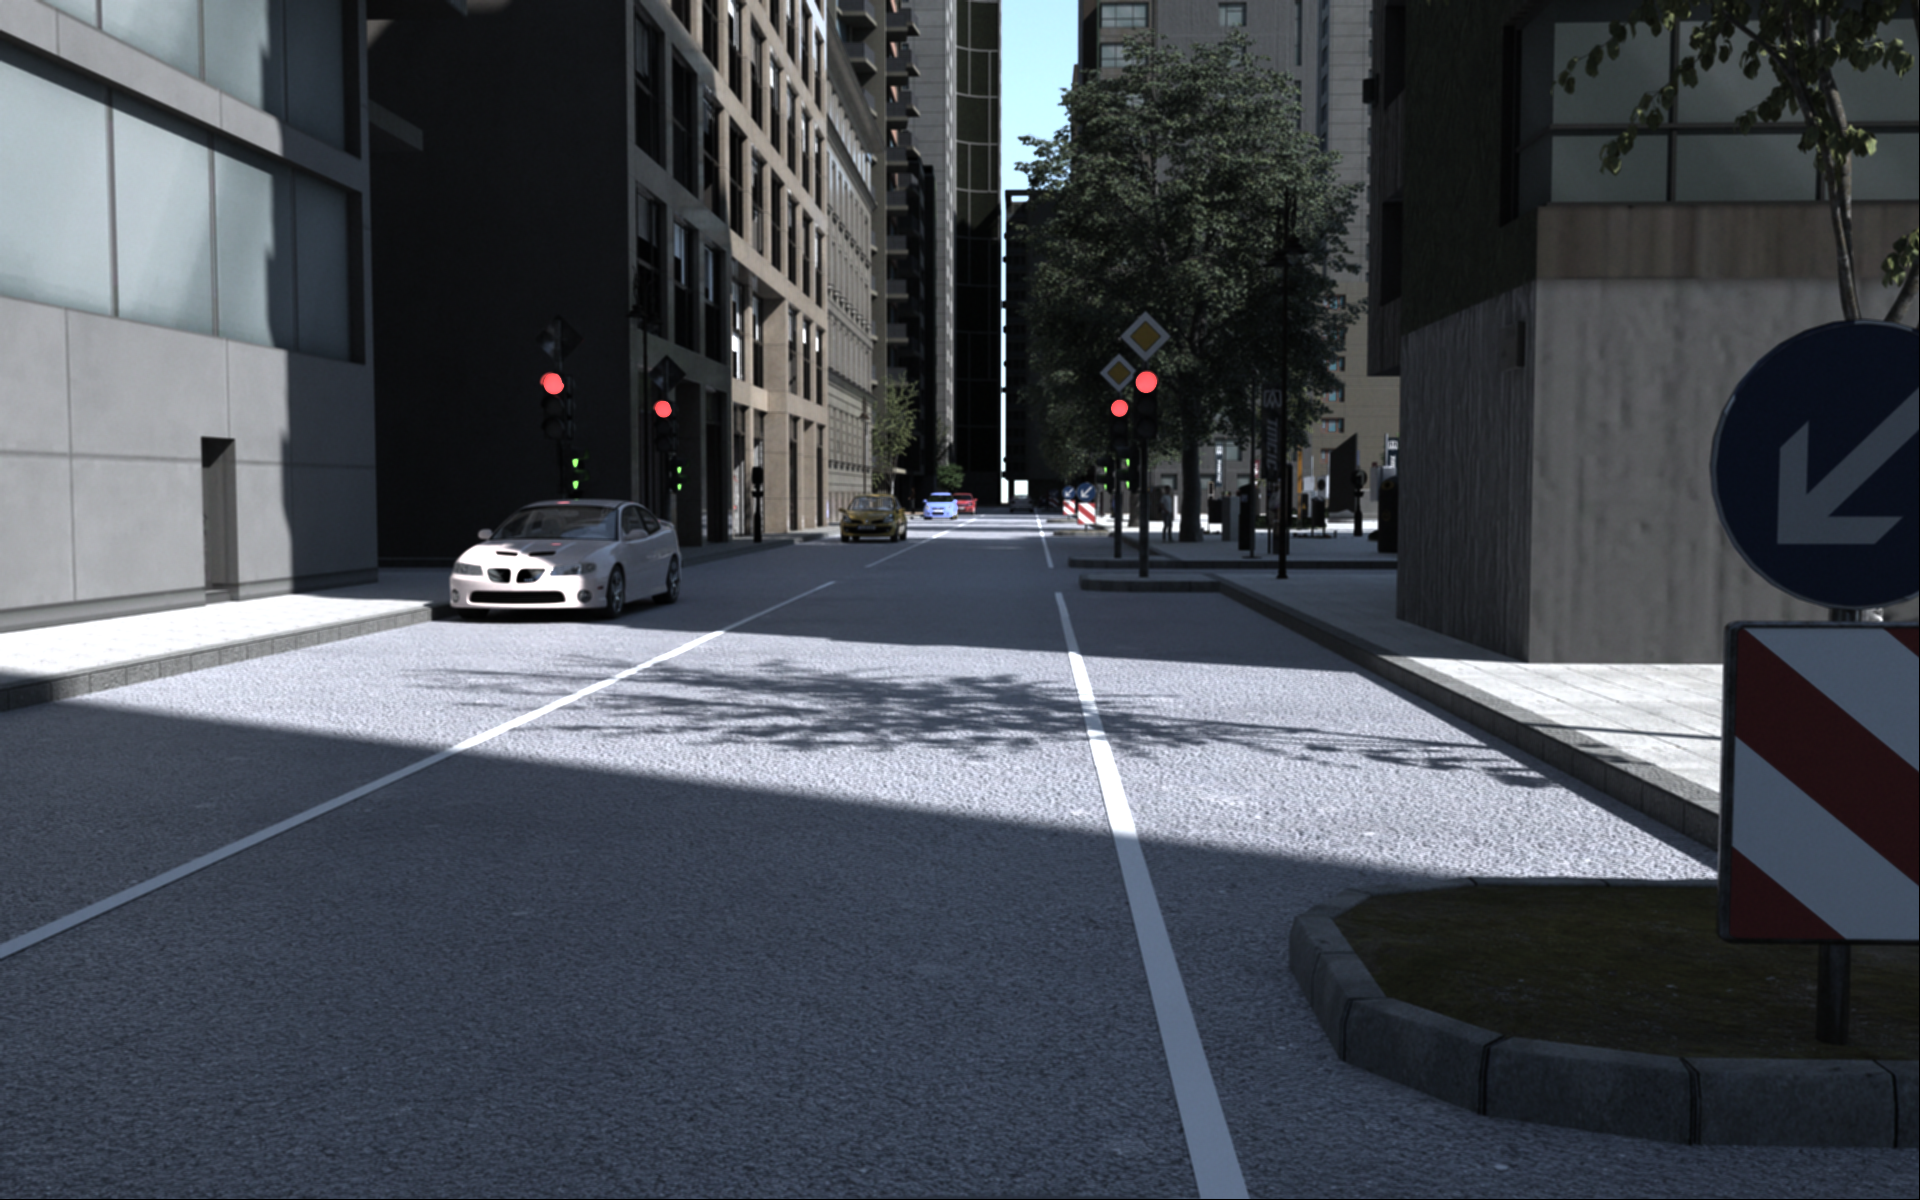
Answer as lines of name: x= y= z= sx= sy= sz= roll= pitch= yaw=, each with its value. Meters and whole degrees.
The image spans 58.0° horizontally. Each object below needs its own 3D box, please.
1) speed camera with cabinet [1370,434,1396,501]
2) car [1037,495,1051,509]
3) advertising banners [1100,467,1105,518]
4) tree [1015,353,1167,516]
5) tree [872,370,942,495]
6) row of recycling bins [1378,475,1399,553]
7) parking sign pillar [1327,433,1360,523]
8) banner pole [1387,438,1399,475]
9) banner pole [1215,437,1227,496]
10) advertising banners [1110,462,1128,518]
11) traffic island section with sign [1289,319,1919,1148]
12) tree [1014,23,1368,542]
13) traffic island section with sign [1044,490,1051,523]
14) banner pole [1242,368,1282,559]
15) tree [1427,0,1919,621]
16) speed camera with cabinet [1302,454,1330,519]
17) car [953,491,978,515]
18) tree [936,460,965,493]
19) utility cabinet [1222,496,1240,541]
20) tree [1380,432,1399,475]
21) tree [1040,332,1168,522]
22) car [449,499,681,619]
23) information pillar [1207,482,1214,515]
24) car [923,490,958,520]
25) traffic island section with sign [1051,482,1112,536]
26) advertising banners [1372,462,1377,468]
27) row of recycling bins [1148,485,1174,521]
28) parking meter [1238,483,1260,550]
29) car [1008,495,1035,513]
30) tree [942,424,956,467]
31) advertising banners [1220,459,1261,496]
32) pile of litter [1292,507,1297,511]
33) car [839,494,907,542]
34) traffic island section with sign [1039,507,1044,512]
speed camera with cabinet: x=14.562 y=-3.834 z=57.027 sx=2.038 sy=3.252 sz=0.660 roll=-1 pitch=4 yaw=-12
car: x=8.653 y=-9.754 z=172.052 sx=1.945 sy=1.354 sz=3.894 roll=0 pitch=4 yaw=3
advertising banners: x=7.788 y=-6.038 z=94.902 sx=0.090 sy=3.025 sz=2.074 roll=0 pitch=4 yaw=0
tree: x=8.083 y=-11.288 z=101.568 sx=9.611 sy=12.733 sz=9.660 roll=0 pitch=3 yaw=0
tree: x=-4.176 y=-9.342 z=103.110 sx=4.737 sy=8.622 sz=4.395 roll=0 pitch=3 yaw=0
row of recycling bins: x=9.774 y=-1.805 z=36.632 sx=1.069 sy=1.692 sz=3.534 roll=0 pitch=4 yaw=-5
parking sign pillar: x=17.056 y=-5.403 z=76.812 sx=1.447 sy=3.967 sz=1.447 roll=3 pitch=5 yaw=41
banner pole: x=17.050 y=-4.749 z=67.669 sx=0.863 sy=3.779 sz=0.401 roll=-1 pitch=4 yaw=-12
banner pole: x=11.409 y=-5.233 z=75.569 sx=0.863 sy=3.779 sz=0.401 roll=-3 pitch=5 yaw=-39
advertising banners: x=8.477 y=-5.832 z=91.546 sx=0.090 sy=3.025 sz=2.074 roll=-2 pitch=4 yaw=-25
traffic island section with sign: x=1.975 y=0.238 z=4.738 sx=1.989 sy=1.847 sz=2.006 roll=0 pitch=4 yaw=2
tree: x=6.108 y=-8.534 z=46.189 sx=9.857 sy=13.997 sz=8.962 roll=0 pitch=3 yaw=0
traffic island section with sign: x=5.335 y=-4.778 z=86.755 sx=1.989 sy=1.847 sz=2.006 roll=0 pitch=4 yaw=2
banner pole: x=6.047 y=-2.716 z=34.423 sx=0.863 sy=3.779 sz=0.401 roll=2 pitch=4 yaw=25
tree: x=4.318 y=-3.545 z=8.327 sx=4.737 sy=8.622 sz=4.395 roll=0 pitch=3 yaw=0
speed camera with cabinet: x=17.621 y=-5.589 z=85.713 sx=0.660 sy=3.252 sz=2.038 roll=-2 pitch=4 yaw=-30
car: x=0.154 y=-6.686 z=118.353 sx=2.155 sy=1.783 sz=4.494 roll=0 pitch=4 yaw=3
tree: x=-1.037 y=-10.987 z=163.354 sx=4.285 sy=4.588 sz=4.351 roll=0 pitch=3 yaw=0
utility cabinet: x=7.629 y=-2.235 z=47.700 sx=1.020 sy=1.237 sz=0.306 roll=-3 pitch=5 yaw=-45
tree: x=21.482 y=-6.035 z=82.389 sx=4.285 sy=4.588 sz=4.351 roll=0 pitch=3 yaw=0
tree: x=7.304 y=-9.493 z=80.972 sx=9.928 sy=11.665 sz=9.643 roll=0 pitch=3 yaw=0
car: x=-4.745 y=-0.554 z=21.413 sx=2.083 sy=1.381 sz=4.827 roll=0 pitch=4 yaw=4
information pillar: x=15.407 y=-6.244 z=106.582 sx=0.304 sy=2.012 sz=0.304 roll=0 pitch=4 yaw=-6
car: x=-1.081 y=-5.349 z=97.044 sx=1.945 sy=1.707 sz=3.694 roll=0 pitch=4 yaw=4
traffic island section with sign: x=4.221 y=-3.121 z=59.660 sx=1.989 sy=1.847 sz=2.006 roll=0 pitch=4 yaw=2
advertising banners: x=22.477 y=-6.086 z=95.698 sx=0.090 sy=3.025 sz=2.074 roll=-1 pitch=4 yaw=-18
row of recycling bins: x=9.554 y=-4.642 z=83.010 sx=1.069 sy=1.692 sz=3.534 roll=0 pitch=4 yaw=-5
parking meter: x=6.554 y=-1.905 z=39.556 sx=0.372 sy=1.533 sz=0.369 roll=0 pitch=3 yaw=0
car: x=4.825 y=-7.547 z=135.752 sx=2.083 sy=1.381 sz=4.827 roll=0 pitch=4 yaw=1
tree: x=-2.531 y=-12.707 z=158.115 sx=4.737 sy=8.622 sz=4.395 roll=0 pitch=3 yaw=0
advertising banners: x=14.112 y=-5.563 z=87.144 sx=2.074 sy=3.025 sz=0.090 roll=0 pitch=4 yaw=-8
pile of litter: x=20.602 y=-5.794 z=108.693 sx=1.719 sy=0.858 sz=1.176 roll=2 pitch=4 yaw=24
car: x=-2.603 y=-2.590 z=52.572 sx=2.015 sy=1.641 sz=3.980 roll=0 pitch=4 yaw=4
traffic island section with sign: x=7.396 y=-7.852 z=137.008 sx=1.989 sy=1.847 sz=2.006 roll=0 pitch=4 yaw=2
